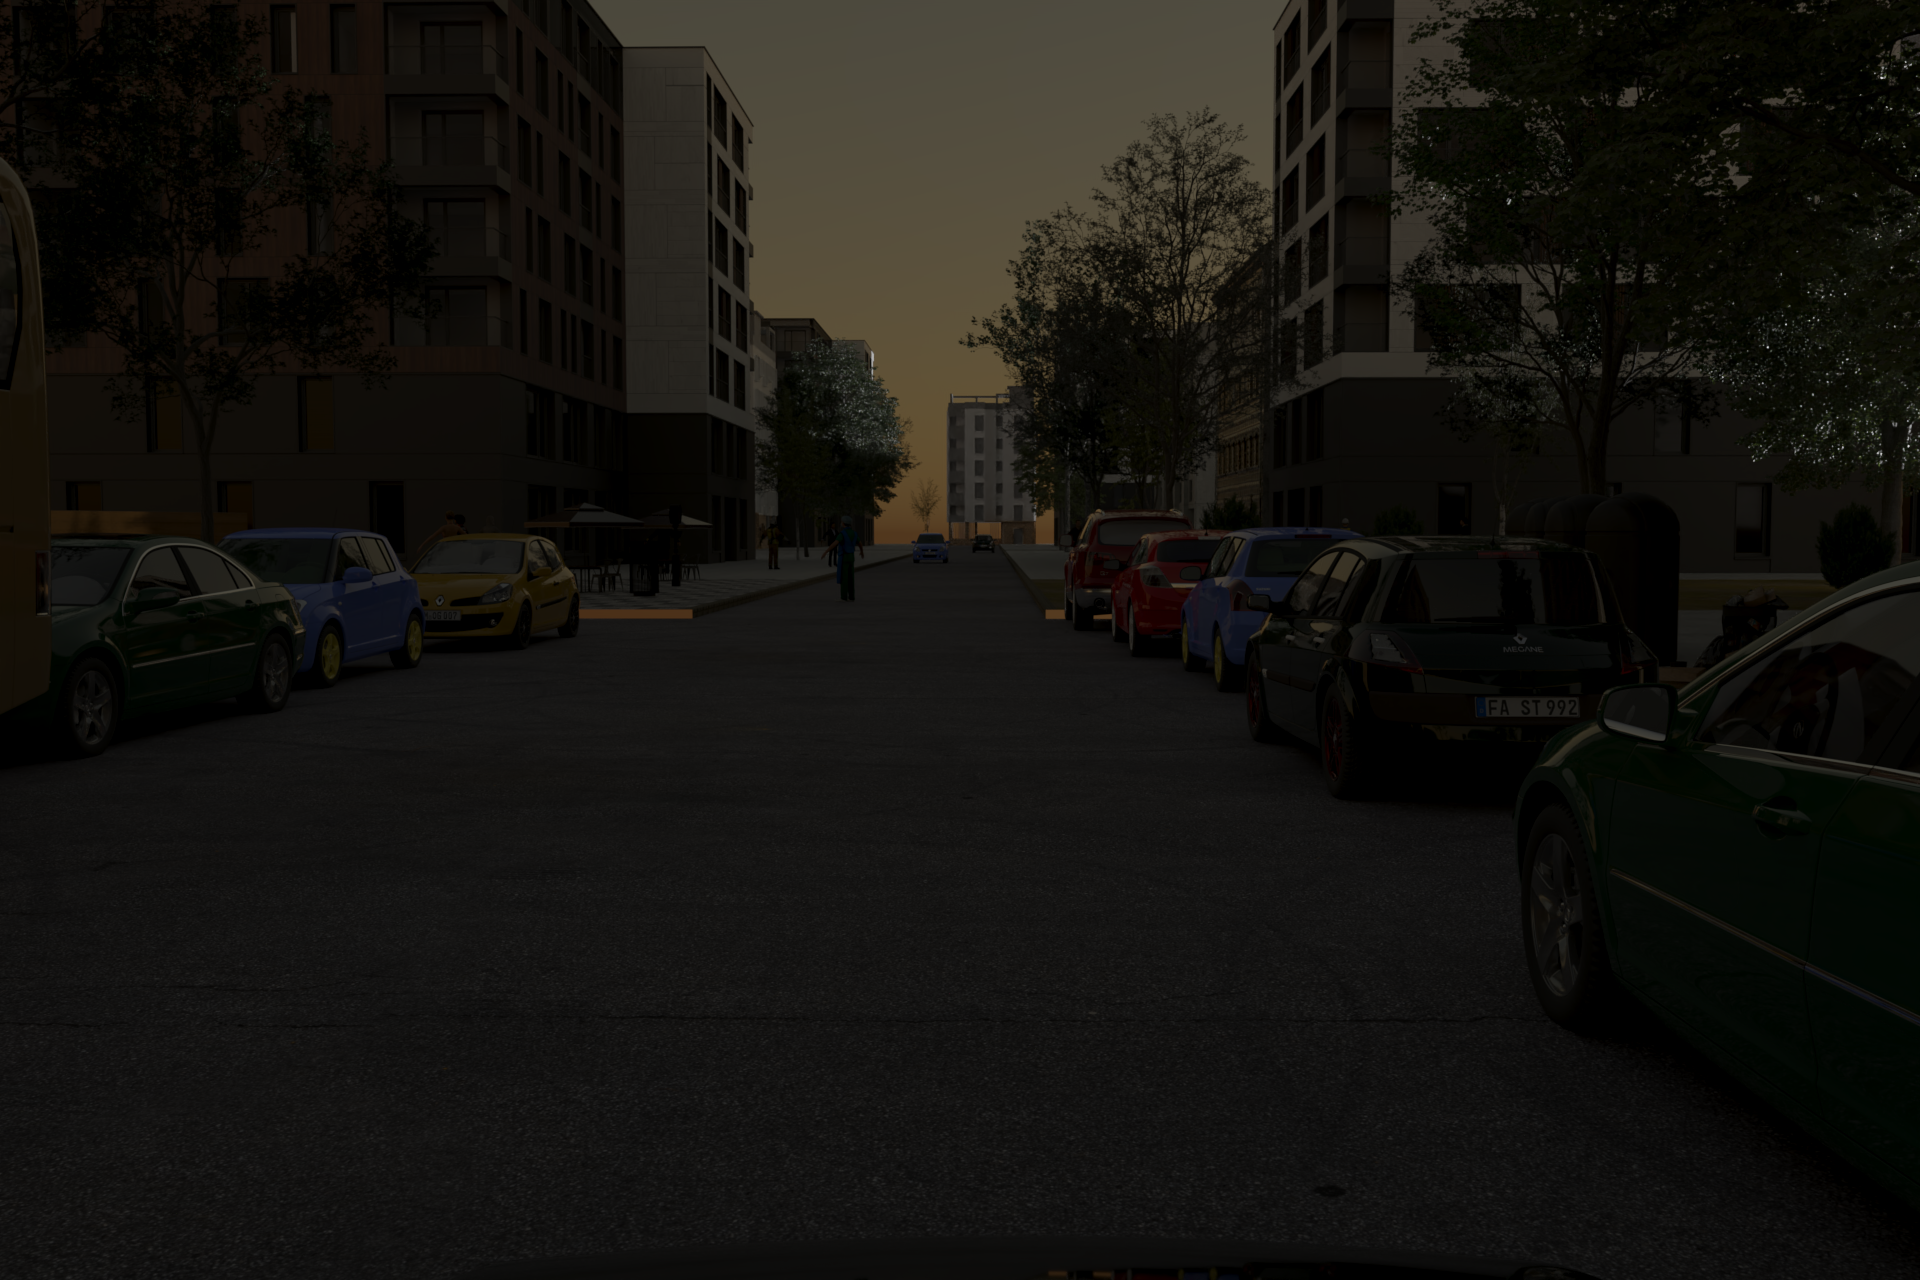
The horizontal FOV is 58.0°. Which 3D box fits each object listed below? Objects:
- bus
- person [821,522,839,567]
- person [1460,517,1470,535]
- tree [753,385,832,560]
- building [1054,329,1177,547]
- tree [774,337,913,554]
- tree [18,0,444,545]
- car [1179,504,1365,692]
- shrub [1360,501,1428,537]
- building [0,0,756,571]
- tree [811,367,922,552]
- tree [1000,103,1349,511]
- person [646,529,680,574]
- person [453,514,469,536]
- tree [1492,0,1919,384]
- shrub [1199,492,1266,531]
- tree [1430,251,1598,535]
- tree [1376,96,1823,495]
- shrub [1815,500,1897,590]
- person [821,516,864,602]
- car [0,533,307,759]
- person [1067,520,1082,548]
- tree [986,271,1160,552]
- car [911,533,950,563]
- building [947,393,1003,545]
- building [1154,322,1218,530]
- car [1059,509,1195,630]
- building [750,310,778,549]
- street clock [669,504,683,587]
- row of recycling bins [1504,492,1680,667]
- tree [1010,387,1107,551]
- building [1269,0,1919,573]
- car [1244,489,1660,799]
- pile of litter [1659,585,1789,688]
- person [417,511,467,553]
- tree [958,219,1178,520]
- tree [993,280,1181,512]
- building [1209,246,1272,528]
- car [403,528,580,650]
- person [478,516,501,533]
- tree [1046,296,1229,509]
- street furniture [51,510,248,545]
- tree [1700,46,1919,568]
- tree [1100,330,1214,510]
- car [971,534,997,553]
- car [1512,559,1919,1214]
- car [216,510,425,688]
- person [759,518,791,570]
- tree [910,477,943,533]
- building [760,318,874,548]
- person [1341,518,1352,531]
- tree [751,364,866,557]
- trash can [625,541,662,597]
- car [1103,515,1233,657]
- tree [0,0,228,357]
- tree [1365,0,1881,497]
[{"bbox_3d":[-6.511,-0.743,3.692,2.896,3.916,12.252,0,4,1],"label":"bus"},{"bbox_3d":[-4.924,-3.728,67.675,1.216,1.740,0.721,-3,4,-36],"label":"person"},{"bbox_3d":[15.920,-2.974,54.820,0.705,1.806,1.347,2,4,26],"label":"person"},{"bbox_3d":[-8.001,-8.229,84.907,4.737,8.622,4.395,0,3,0],"label":"tree"},{"bbox_3d":[24.104,-21.102,188.985,27.936,21.610,32.646,0,4,1],"label":"building"},{"bbox_3d":[-7.552,-12.538,111.645,9.857,13.997,8.962,0,3,0],"label":"tree"},{"bbox_3d":[-12.398,-5.772,28.790,8.767,10.594,7.601,0,4,5],"label":"tree"},{"bbox_3d":[3.170,-0.453,16.995,1.945,1.707,3.694,0,3,0],"label":"car"},{"bbox_3d":[10.494,-2.300,41.641,1.661,2.075,1.752,0,3,0],"label":"shrub"},{"bbox_3d":[-24.669,-13.895,71.155,27.936,21.610,32.646,0,4,1],"label":"building"},{"bbox_3d":[-7.792,-13.282,127.529,12.009,13.543,11.850,0,3,0],"label":"tree"},{"bbox_3d":[6.125,-8.533,49.886,12.009,13.543,11.850,0,3,0],"label":"tree"},{"bbox_3d":[-9.570,-3.053,55.850,1.347,1.837,0.705,-3,5,-40],"label":"person"},{"bbox_3d":[-13.836,-2.546,47.764,0.704,1.843,1.345,1,4,18],"label":"person"},{"bbox_3d":[8.673,-5.931,15.101,7.486,12.596,7.792,0,3,0],"label":"tree"},{"bbox_3d":[5.099,-1.750,32.657,1.661,2.075,1.752,0,3,0],"label":"shrub"},{"bbox_3d":[13.641,-5.739,44.194,4.360,8.622,3.978,0,3,0],"label":"tree"},{"bbox_3d":[12.868,-6.163,35.173,8.767,10.594,7.601,1,4,10],"label":"tree"},{"bbox_3d":[19.387,-2.023,37.496,1.690,2.028,1.600,0,3,0],"label":"shrub"},{"bbox_3d":[-2.421,-1.713,36.597,0.704,1.817,1.347,3,4,36],"label":"person"},{"bbox_3d":[-6.425,-0.048,12.577,2.131,1.459,4.920,0,4,1],"label":"car"},{"bbox_3d":[4.342,-3.513,63.571,1.346,1.812,0.704,-1,4,-14],"label":"person"},{"bbox_3d":[8.880,-16.174,120.337,12.611,20.169,13.585,0,3,0],"label":"tree"},{"bbox_3d":[-1.440,-4.676,86.036,1.945,1.707,3.694,0,4,1],"label":"car"},{"bbox_3d":[-1.313,-22.361,224.472,11.380,20.090,16.016,0,4,-5],"label":"building"},{"bbox_3d":[27.187,-17.522,152.950,16.747,18.905,31.486,0,4,1],"label":"building"},{"bbox_3d":[2.719,-1.137,27.270,2.281,1.827,5.304,0,4,1],"label":"car"},{"bbox_3d":[-22.125,-17.821,147.793,16.016,20.090,11.380,0,4,1],"label":"building"},{"bbox_3d":[-6.958,-2.313,42.392,0.358,2.002,0.471,0,4,3],"label":"street clock"},{"bbox_3d":[6.580,-0.687,18.349,1.069,1.692,3.534,0,4,1],"label":"row of recycling bins"},{"bbox_3d":[7.459,-13.194,133.842,7.486,12.596,7.792,0,3,0],"label":"tree"},{"bbox_3d":[26.602,-13.978,72.507,27.936,21.610,32.646,0,4,1],"label":"building"},{"bbox_3d":[2.866,-0.059,10.745,2.009,1.686,4.222,0,4,0],"label":"car"},{"bbox_3d":[6.357,-0.024,14.354,1.176,0.858,1.719,0,4,1],"label":"pile of litter"},{"bbox_3d":[-9.848,-1.624,33.357,1.217,1.733,0.721,-3,4,-37],"label":"person"},{"bbox_3d":[6.731,-15.236,105.003,12.611,20.169,13.585,0,3,0],"label":"tree"},{"bbox_3d":[6.532,-10.558,82.997,12.009,13.543,11.850,0,3,0],"label":"tree"},{"bbox_3d":[25.587,-16.572,101.883,19.493,23.208,18.063,0,4,1],"label":"building"},{"bbox_3d":[-6.201,-0.760,22.649,2.015,1.641,3.980,0,4,1],"label":"car"},{"bbox_3d":[-13.530,-2.683,49.997,1.348,1.813,0.705,1,4,15],"label":"person"},{"bbox_3d":[6.924,-8.182,68.187,7.601,10.594,8.767,-1,4,-15],"label":"tree"},{"bbox_3d":[-16.449,-1.759,35.620,9.812,1.723,11.010,2,4,25],"label":"street furniture"},{"bbox_3d":[23.619,-8.390,43.829,9.857,13.997,8.962,0,3,0],"label":"tree"},{"bbox_3d":[6.517,-6.634,58.827,4.737,8.622,4.395,0,3,0],"label":"tree"},{"bbox_3d":[1.798,-7.473,131.978,2.009,1.686,4.222,0,4,1],"label":"car"},{"bbox_3d":[2.610,0.501,3.603,2.131,1.459,4.920,0,4,1],"label":"car"},{"bbox_3d":[-6.668,-0.467,17.234,1.945,1.707,3.694,0,4,1],"label":"car"},{"bbox_3d":[-6.748,-3.486,62.760,1.354,1.858,0.705,2,4,29],"label":"person"},{"bbox_3d":[-3.901,-16.604,221.843,4.360,8.622,3.978,0,3,0],"label":"tree"},{"bbox_3d":[-23.992,-20.579,180.438,27.936,21.610,32.646,0,4,1],"label":"building"},{"bbox_3d":[12.054,-2.920,54.213,1.216,1.772,0.721,1,4,14],"label":"person"},{"bbox_3d":[-8.840,-9.864,95.684,7.601,10.594,8.767,-1,4,-13],"label":"tree"},{"bbox_3d":[-6.513,-1.472,35.716,0.748,1.137,0.748,0,3,0],"label":"trash can"},{"bbox_3d":[2.898,-0.774,21.693,2.155,1.783,4.494,0,4,1],"label":"car"},{"bbox_3d":[-12.601,-5.166,18.881,8.767,10.594,7.601,-2,4,-25],"label":"tree"},{"bbox_3d":[9.637,-6.114,25.712,9.928,11.665,9.643,0,3,0],"label":"tree"}]
